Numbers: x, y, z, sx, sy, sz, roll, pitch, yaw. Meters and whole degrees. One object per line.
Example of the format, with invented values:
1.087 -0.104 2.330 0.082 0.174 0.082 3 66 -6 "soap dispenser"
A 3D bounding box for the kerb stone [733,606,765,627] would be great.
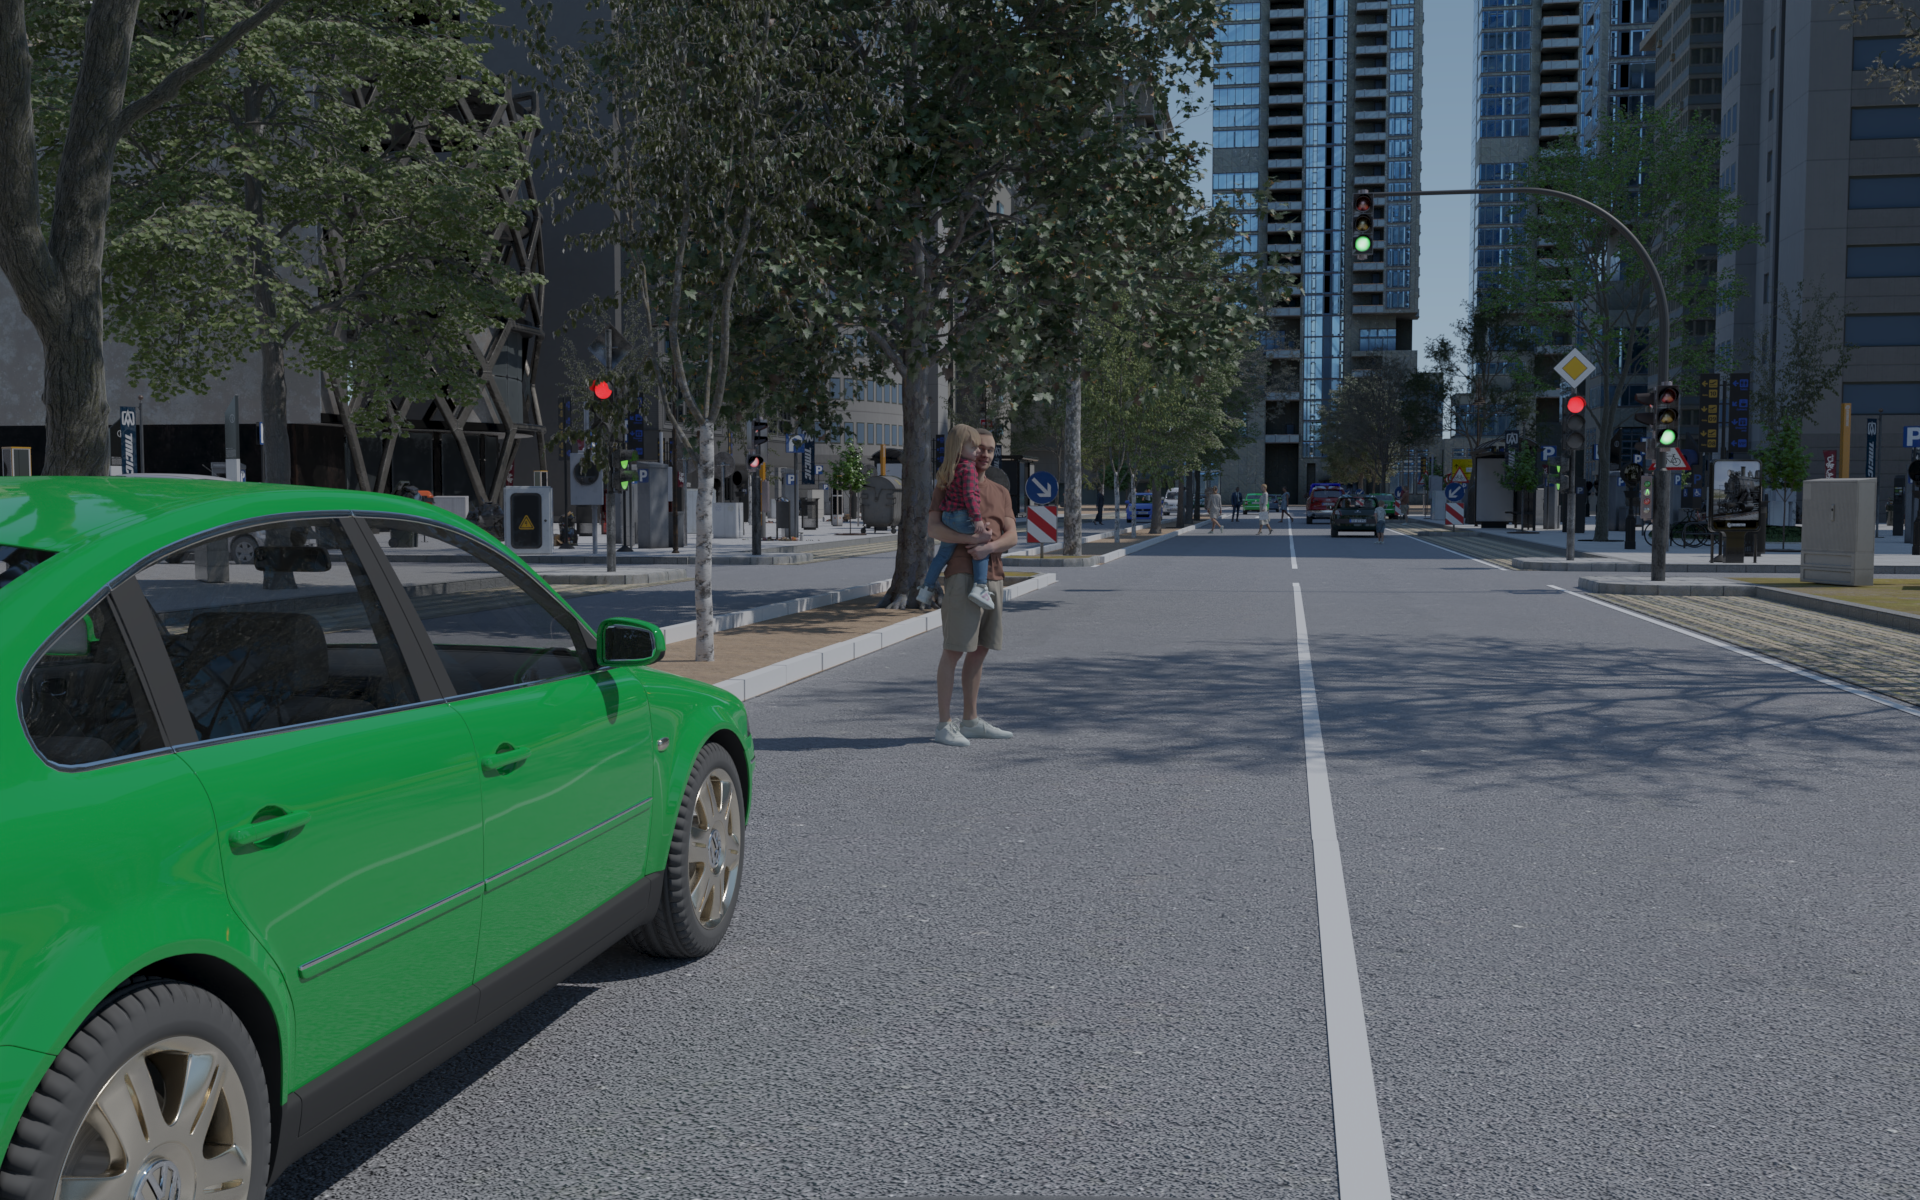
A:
-2.369 0.200 18.920 0.120 0.150 1.000 1 4 11 "kerb stone"

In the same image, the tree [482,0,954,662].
-2.149 -3.788 14.751 4.360 8.622 3.978 0 3 0 "tree"

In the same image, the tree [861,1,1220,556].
1.518 -11.102 39.856 12.611 20.169 13.585 0 3 0 "tree"

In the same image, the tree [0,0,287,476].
-3.716 -4.815 6.940 9.928 11.665 9.643 0 3 0 "tree"

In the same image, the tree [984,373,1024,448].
1.414 -8.206 84.537 4.360 8.622 3.978 0 3 0 "tree"

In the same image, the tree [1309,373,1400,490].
41.206 -16.614 178.286 9.857 13.997 8.962 0 3 0 "tree"

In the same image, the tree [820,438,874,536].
-3.322 -3.631 53.963 1.663 3.219 1.824 0 3 0 "tree"

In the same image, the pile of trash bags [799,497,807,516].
-10.422 -5.630 101.797 3.447 1.369 1.912 0 4 -1 "pile of trash bags"

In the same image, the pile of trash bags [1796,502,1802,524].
35.468 -3.898 73.492 1.912 1.369 3.447 3 5 44 "pile of trash bags"

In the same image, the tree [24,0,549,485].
-9.655 -6.419 23.081 7.486 12.596 7.792 0 3 0 "tree"

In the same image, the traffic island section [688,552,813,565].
-4.301 -0.868 36.478 2.009 0.180 2.903 1 4 11 "traffic island section"

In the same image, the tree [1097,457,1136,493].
13.494 -10.050 148.028 4.285 4.588 4.351 0 3 0 "tree"

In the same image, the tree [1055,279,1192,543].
5.670 -6.315 56.073 4.737 8.622 4.395 0 3 0 "tree"

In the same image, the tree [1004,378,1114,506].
6.018 -10.303 102.866 7.601 10.594 8.767 1 4 13 "tree"

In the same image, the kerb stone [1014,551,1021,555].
1.134 -0.940 37.559 0.120 0.150 1.000 1 4 11 "kerb stone"

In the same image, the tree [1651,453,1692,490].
29.811 -4.768 72.551 1.663 3.219 1.824 0 3 0 "tree"

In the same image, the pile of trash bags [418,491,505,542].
-13.093 -2.273 46.921 3.447 1.369 1.912 -2 4 -25 "pile of trash bags"

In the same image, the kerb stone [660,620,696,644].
-2.752 0.324 16.896 0.120 0.150 1.000 1 4 11 "kerb stone"

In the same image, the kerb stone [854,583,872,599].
-1.426 -0.106 23.950 0.120 0.150 1.000 1 4 11 "kerb stone"

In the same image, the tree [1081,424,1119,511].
10.586 -11.044 130.926 4.360 8.622 3.978 0 3 0 "tree"

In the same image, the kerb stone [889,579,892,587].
-1.042 -0.229 25.964 0.120 0.150 1.000 1 4 11 "kerb stone"

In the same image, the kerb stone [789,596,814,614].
-1.989 0.078 20.928 0.120 0.150 1.000 1 4 11 "kerb stone"

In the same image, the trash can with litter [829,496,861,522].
-5.691 -4.218 80.026 1.678 1.210 2.233 -3 4 -38 "trash can with litter"

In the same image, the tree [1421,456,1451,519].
24.371 -5.744 88.513 1.663 3.219 1.824 0 3 0 "tree"

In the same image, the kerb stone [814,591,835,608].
-1.808 0.024 21.942 0.120 0.150 1.000 1 4 11 "kerb stone"

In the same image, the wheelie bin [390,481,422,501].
-13.329 -2.060 41.587 0.693 1.594 0.980 0 4 1 "wheelie bin"

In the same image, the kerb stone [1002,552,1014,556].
0.943 -0.878 36.555 0.120 0.150 1.000 1 4 11 "kerb stone"

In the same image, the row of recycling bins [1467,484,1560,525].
23.238 -4.028 72.974 3.534 1.692 1.069 1 4 11 "row of recycling bins"

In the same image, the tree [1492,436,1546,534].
18.415 -3.773 56.289 1.663 3.219 1.824 0 3 0 "tree"

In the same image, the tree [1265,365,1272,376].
12.720 -10.014 91.933 9.928 11.665 9.643 0 3 0 "tree"

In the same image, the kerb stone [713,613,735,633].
-2.570 0.262 17.918 0.120 0.150 1.000 1 4 11 "kerb stone"

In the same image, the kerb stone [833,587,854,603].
-1.613 -0.043 22.945 0.120 0.150 1.000 1 4 11 "kerb stone"

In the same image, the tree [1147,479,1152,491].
20.918 -11.717 186.168 1.663 3.219 1.824 0 3 0 "tree"

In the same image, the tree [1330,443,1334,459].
40.197 -14.317 168.493 8.767 10.594 7.601 1 4 17 "tree"

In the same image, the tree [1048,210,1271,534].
6.982 -8.650 62.015 7.486 12.596 7.792 0 3 0 "tree"

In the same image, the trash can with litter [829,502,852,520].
-5.900 -4.535 85.529 1.055 1.170 0.624 -3 4 -37 "trash can with litter"

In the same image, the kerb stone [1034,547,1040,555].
1.706 -1.124 40.573 0.120 0.150 1.000 1 4 11 "kerb stone"

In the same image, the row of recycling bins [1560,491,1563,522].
27.665 -4.481 80.383 1.069 1.692 3.534 0 4 -7 "row of recycling bins"

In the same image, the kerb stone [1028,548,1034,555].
1.511 -1.063 39.569 0.120 0.150 1.000 1 4 11 "kerb stone"

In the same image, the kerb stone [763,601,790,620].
-2.184 0.139 19.925 0.120 0.150 1.000 1 4 11 "kerb stone"

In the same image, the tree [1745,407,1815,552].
18.443 -2.693 38.627 1.663 3.219 1.824 0 3 0 "tree"

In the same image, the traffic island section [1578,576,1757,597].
10.329 -0.203 25.603 2.009 0.180 2.903 1 4 11 "traffic island section"

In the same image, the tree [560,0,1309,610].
-0.534 -6.242 21.520 9.611 12.733 9.660 0 3 0 "tree"

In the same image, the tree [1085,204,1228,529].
9.176 -9.709 71.576 12.009 13.543 11.850 0 3 0 "tree"

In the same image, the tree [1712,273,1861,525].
27.631 -6.564 57.680 4.360 8.622 3.978 0 3 0 "tree"

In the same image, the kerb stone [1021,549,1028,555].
1.322 -0.997 38.564 0.120 0.150 1.000 1 4 11 "kerb stone"

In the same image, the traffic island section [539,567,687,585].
-5.779 -0.388 28.631 2.009 0.180 2.903 1 4 11 "traffic island section"

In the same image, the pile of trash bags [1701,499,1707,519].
35.451 -4.326 80.483 3.447 1.369 1.912 -3 5 -42 "pile of trash bags"

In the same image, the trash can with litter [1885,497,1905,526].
37.584 -3.538 69.237 1.055 1.170 0.624 2 4 28 "trash can with litter"

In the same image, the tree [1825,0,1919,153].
10.382 -6.268 12.860 12.009 13.543 11.850 0 3 0 "tree"

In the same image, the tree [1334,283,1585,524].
22.114 -8.549 74.192 8.767 10.594 7.601 -2 4 -33 "tree"

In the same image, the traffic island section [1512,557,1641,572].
11.807 -0.683 33.450 2.009 0.180 2.903 1 4 11 "traffic island section"

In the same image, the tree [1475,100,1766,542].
17.385 -7.374 46.317 9.928 11.665 9.643 0 3 0 "tree"

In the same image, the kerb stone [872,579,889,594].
-1.230 -0.169 24.955 0.120 0.150 1.000 1 4 11 "kerb stone"
